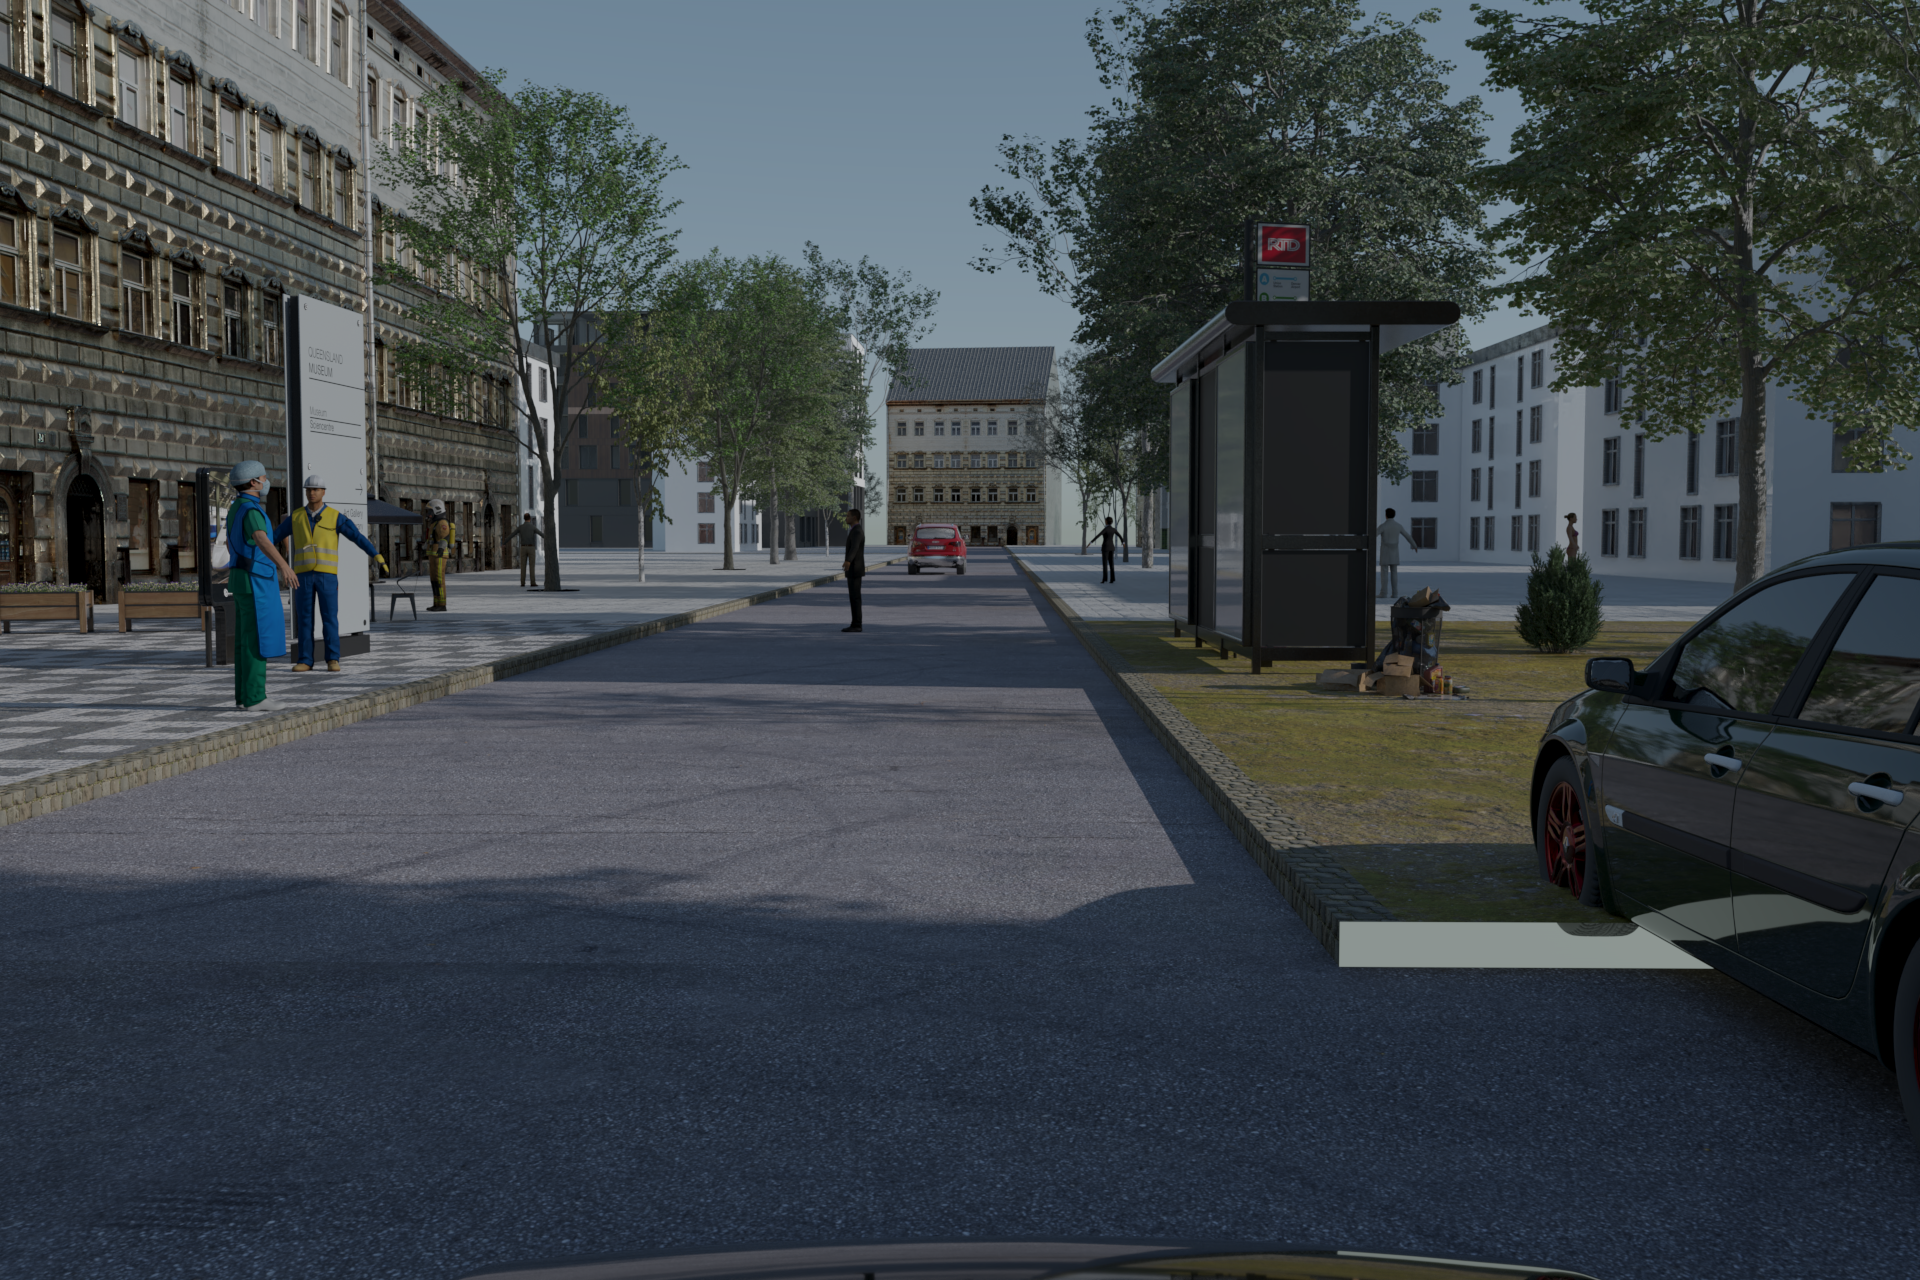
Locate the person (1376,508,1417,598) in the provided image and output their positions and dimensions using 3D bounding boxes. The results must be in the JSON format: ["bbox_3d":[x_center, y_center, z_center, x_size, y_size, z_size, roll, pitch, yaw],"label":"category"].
[{"bbox_3d":[8.614,-1.750,34.806,1.347,1.806,0.705,-1,4,-14],"label":"person"}]

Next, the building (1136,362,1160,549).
[{"bbox_3d":[26.351,-20.109,159.718,19.493,23.208,18.063,0,4,1],"label":"building"}]

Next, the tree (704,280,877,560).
[{"bbox_3d":[-8.256,-10.872,84.415,9.857,13.997,8.962,0,3,0],"label":"tree"}]

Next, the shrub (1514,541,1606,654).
[{"bbox_3d":[6.476,-0.465,18.715,1.383,1.207,1.383,0,3,0],"label":"shrub"}]

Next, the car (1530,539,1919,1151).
[{"bbox_3d":[2.975,0.296,4.948,2.009,1.686,4.222,0,4,1],"label":"car"}]

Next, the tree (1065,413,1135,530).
[{"bbox_3d":[7.955,-8.855,95.136,4.737,8.622,4.395,0,3,0],"label":"tree"}]

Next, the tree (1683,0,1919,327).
[{"bbox_3d":[8.165,-3.800,12.497,4.360,8.622,3.978,0,3,0],"label":"tree"}]

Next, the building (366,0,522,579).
[{"bbox_3d":[-25.537,-13.643,53.993,19.493,23.208,18.063,0,4,1],"label":"building"}]

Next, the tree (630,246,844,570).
[{"bbox_3d":[-8.142,-8.299,61.448,9.928,11.665,9.643,0,3,0],"label":"tree"}]

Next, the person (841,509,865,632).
[{"bbox_3d":[-1.573,-1.022,25.387,0.704,1.802,1.346,0,4,0],"label":"person"}]

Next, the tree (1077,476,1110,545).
[{"bbox_3d":[16.118,-15.431,202.663,4.360,8.622,3.978,0,3,0],"label":"tree"}]

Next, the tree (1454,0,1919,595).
[{"bbox_3d":[9.924,-6.375,22.350,7.486,12.596,7.792,0,3,0],"label":"tree"}]

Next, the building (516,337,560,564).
[{"bbox_3d":[-23.197,-8.488,80.919,9.099,9.664,28.070,0,4,1],"label":"building"}]

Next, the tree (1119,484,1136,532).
[{"bbox_3d":[20.985,-15.314,200.746,4.360,8.622,3.978,0,3,0],"label":"tree"}]

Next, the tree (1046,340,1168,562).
[{"bbox_3d":[7.687,-8.809,78.446,8.767,10.594,7.601,2,4,27],"label":"tree"}]

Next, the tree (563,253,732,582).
[{"bbox_3d":[-8.309,-5.866,46.270,4.737,8.622,4.395,0,3,0],"label":"tree"}]

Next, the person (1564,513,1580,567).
[{"bbox_3d":[12.916,-1.807,36.344,0.721,1.733,1.217,1,4,21],"label":"person"}]

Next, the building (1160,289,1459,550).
[{"bbox_3d":[24.846,-16.118,129.979,16.747,18.905,31.486,0,4,2],"label":"building"}]

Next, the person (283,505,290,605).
[{"bbox_3d":[-12.103,-1.555,31.575,0.704,1.843,1.345,0,4,-5],"label":"person"}]

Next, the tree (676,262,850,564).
[{"bbox_3d":[-8.228,-9.457,72.756,7.486,12.596,7.792,0,3,0],"label":"tree"}]

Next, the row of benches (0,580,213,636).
[{"bbox_3d":[-11.706,-0.419,22.319,4.104,0.672,1.422,-1,4,-18],"label":"row of benches"}]

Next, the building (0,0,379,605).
[{"bbox_3d":[-24.566,-12.511,35.476,19.493,23.208,18.063,0,4,1],"label":"building"}]

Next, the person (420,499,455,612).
[{"bbox_3d":[-8.690,-1.403,28.710,0.705,1.858,1.354,-2,4,-29],"label":"person"}]

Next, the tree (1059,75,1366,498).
[{"bbox_3d":[7.221,-8.630,47.758,9.857,13.997,8.962,0,3,0],"label":"tree"}]

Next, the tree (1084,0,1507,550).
[{"bbox_3d":[7.003,-7.913,36.027,9.857,13.997,8.962,0,3,0],"label":"tree"}]

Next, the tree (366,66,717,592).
[{"bbox_3d":[-9.163,-6.897,38.516,9.928,11.665,9.643,0,3,0],"label":"tree"}]

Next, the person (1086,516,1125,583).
[{"bbox_3d":[3.807,-2.342,45.015,1.216,1.740,0.721,-2,4,-32],"label":"person"}]

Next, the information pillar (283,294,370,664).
[{"bbox_3d":[-6.501,-1.622,17.828,0.184,3.620,1.656,0,4,2],"label":"information pillar"}]

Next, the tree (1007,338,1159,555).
[{"bbox_3d":[7.652,-11.917,105.215,12.009,13.543,11.850,0,3,0],"label":"tree"}]

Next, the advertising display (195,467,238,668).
[{"bbox_3d":[-7.205,-0.723,17.033,0.123,1.923,0.974,0,4,3],"label":"advertising display"}]

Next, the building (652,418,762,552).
[{"bbox_3d":[-20.334,-12.036,138.944,9.099,9.664,28.070,0,4,1],"label":"building"}]

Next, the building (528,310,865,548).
[{"bbox_3d":[-24.983,-20.232,174.760,27.936,21.610,32.646,0,4,2],"label":"building"}]

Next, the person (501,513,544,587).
[{"bbox_3d":[-10.527,-2.198,42.206,1.348,1.796,0.705,0,4,0],"label":"person"}]

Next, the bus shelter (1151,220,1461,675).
[{"bbox_3d":[3.453,-2.585,19.903,2.179,5.291,8.768,0,3,0],"label":"bus shelter"}]

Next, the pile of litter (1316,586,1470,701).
[{"bbox_3d":[3.526,-0.012,14.157,1.176,0.858,1.719,0,4,2],"label":"pile of litter"}]

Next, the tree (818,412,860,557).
[{"bbox_3d":[-7.508,-8.998,97.479,4.737,8.622,4.395,0,3,0],"label":"tree"}]

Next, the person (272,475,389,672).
[{"bbox_3d":[-6.017,-0.625,16.180,1.349,1.833,0.705,0,4,-7],"label":"person"}]

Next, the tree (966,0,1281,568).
[{"bbox_3d":[5.825,-12.692,63.397,12.611,20.169,13.585,0,3,0],"label":"tree"}]

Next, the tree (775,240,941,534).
[{"bbox_3d":[-7.458,-15.641,111.620,12.611,20.169,13.585,0,3,0],"label":"tree"}]

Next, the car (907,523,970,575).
[{"bbox_3d":[-0.803,-3.296,62.569,2.281,1.827,5.304,0,4,1],"label":"car"}]

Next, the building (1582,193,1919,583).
[{"bbox_3d":[24.520,-6.144,42.596,9.099,9.664,28.070,0,4,1],"label":"building"}]

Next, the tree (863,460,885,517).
[{"bbox_3d":[-11.993,-16.129,198.123,7.601,10.594,8.767,0,4,5],"label":"tree"}]

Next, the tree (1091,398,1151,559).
[{"bbox_3d":[7.722,-8.386,87.466,4.360,8.622,3.978,0,3,0],"label":"tree"}]

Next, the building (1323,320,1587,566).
[{"bbox_3d":[24.413,-8.559,82.091,9.099,9.664,28.070,0,4,1],"label":"building"}]

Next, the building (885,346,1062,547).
[{"bbox_3d":[2.038,-22.583,202.623,18.063,23.208,19.493,1,4,9],"label":"building"}]

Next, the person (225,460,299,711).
[{"bbox_3d":[-5.137,-0.399,12.644,0.704,1.817,1.347,-3,4,-37],"label":"person"}]
